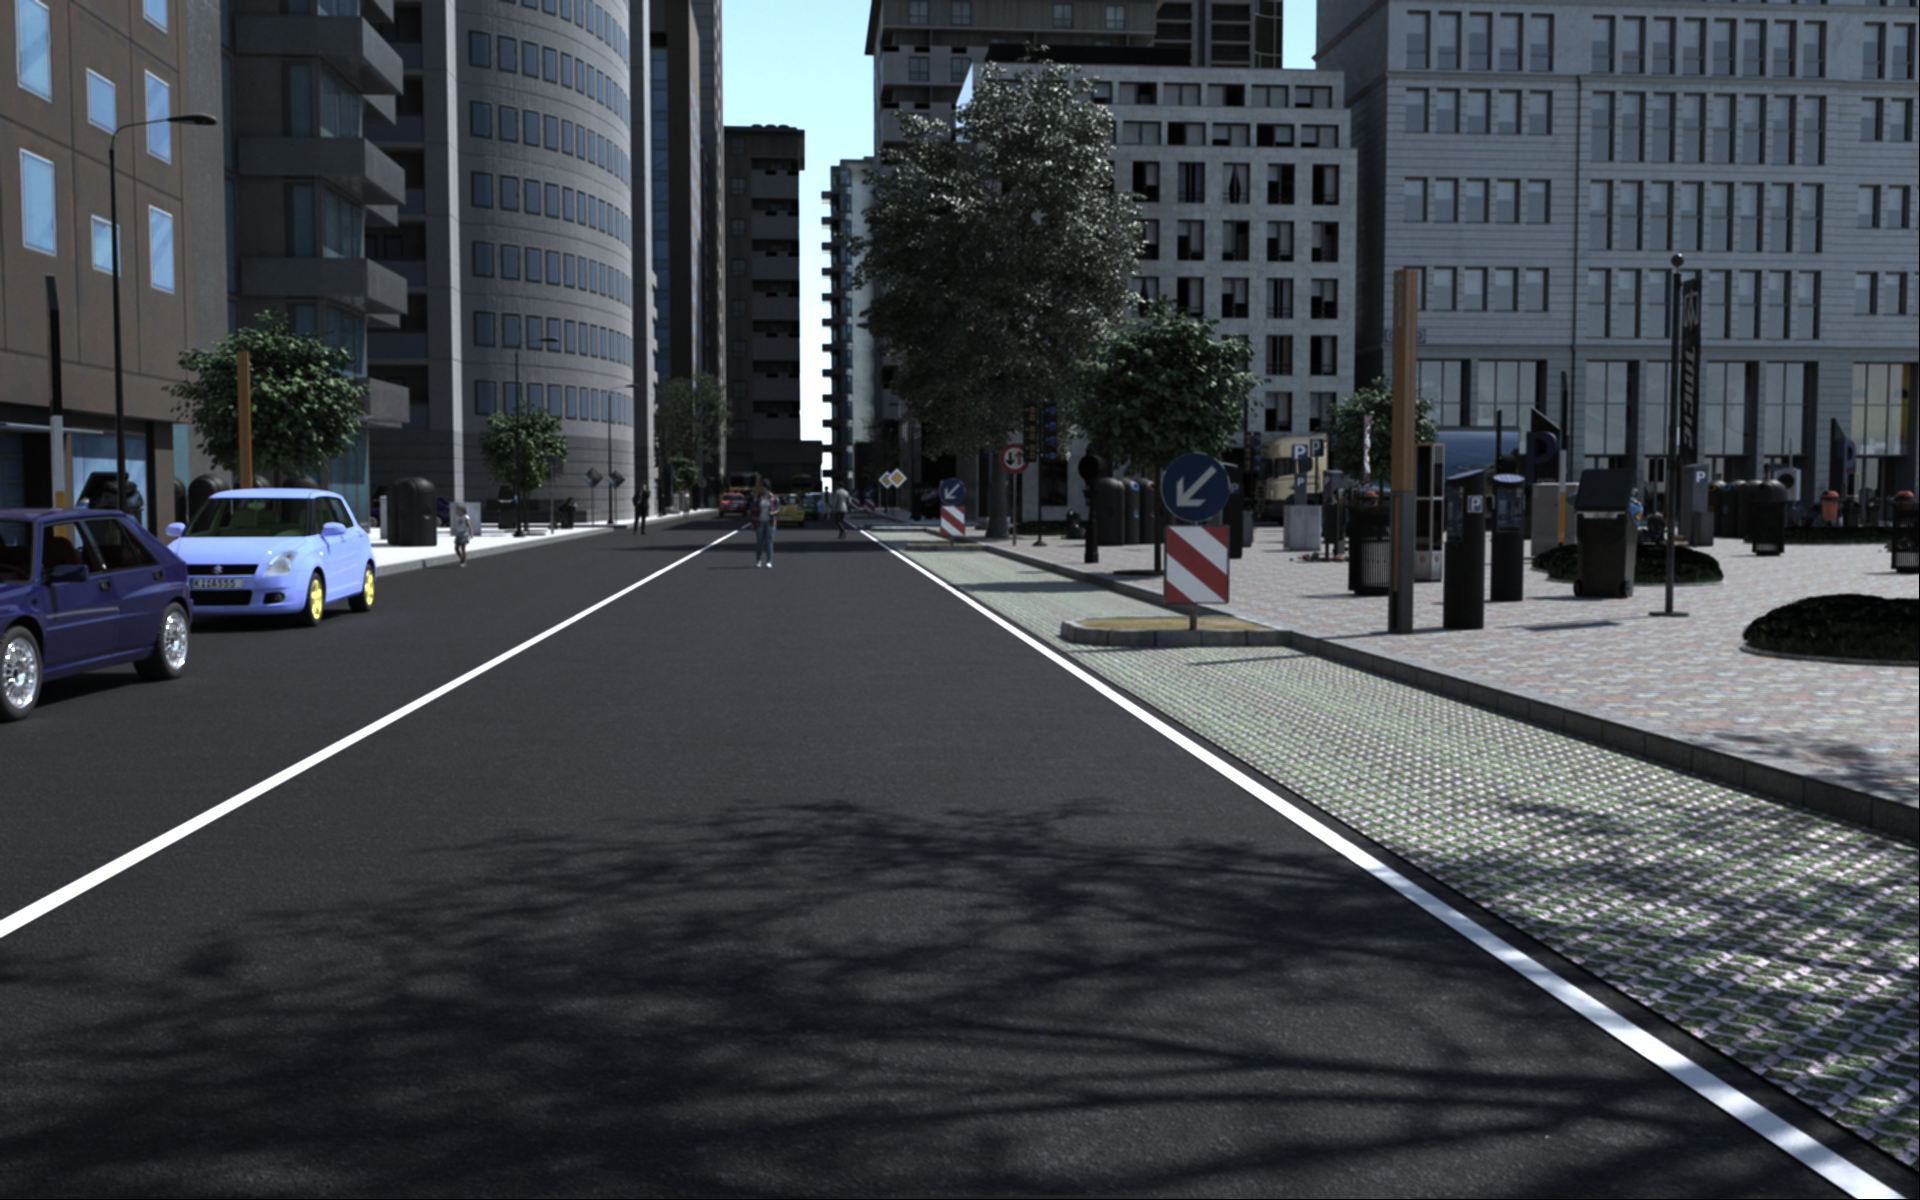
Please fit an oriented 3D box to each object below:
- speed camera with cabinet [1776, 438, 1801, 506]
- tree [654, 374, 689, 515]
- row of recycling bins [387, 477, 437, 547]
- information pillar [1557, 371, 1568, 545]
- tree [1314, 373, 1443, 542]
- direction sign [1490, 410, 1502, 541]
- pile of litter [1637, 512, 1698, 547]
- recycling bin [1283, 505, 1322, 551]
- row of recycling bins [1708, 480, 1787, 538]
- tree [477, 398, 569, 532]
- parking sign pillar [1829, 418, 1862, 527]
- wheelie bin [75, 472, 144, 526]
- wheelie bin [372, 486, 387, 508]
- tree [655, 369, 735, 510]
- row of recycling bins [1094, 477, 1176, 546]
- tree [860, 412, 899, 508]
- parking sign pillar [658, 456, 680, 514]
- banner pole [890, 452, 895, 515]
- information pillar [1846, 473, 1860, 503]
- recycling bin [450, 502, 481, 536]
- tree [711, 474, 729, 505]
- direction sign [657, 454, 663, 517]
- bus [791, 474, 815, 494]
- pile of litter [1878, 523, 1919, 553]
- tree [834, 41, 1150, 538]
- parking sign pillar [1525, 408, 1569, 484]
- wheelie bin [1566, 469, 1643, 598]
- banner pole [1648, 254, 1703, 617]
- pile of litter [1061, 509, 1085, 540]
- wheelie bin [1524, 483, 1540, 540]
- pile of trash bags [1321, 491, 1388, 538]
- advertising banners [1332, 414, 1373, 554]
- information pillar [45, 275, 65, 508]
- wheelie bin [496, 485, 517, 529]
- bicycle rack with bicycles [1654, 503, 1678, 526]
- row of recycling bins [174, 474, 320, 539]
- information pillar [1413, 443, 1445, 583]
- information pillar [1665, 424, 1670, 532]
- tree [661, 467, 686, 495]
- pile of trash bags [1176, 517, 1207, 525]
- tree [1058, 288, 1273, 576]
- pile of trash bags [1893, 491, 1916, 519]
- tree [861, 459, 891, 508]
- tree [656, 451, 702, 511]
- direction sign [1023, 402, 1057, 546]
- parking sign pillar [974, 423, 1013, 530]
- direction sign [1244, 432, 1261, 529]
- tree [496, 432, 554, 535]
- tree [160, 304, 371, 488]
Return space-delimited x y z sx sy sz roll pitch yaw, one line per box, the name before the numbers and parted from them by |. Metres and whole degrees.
speed camera with cabinet | 28.707 -4.111 61.554 2.038 3.252 0.660 3 5 41
tree | -18.760 -9.567 106.777 4.360 8.622 3.978 0 3 0
row of recycling bins | -13.916 -2.241 43.750 1.069 1.692 3.534 -2 4 -24
information pillar | 11.382 -2.530 32.720 0.183 3.616 0.504 1 4 14
tree | 11.372 -3.878 47.117 4.285 4.588 4.351 0 3 0
direction sign | 14.618 -3.368 47.057 0.379 3.537 0.876 1 4 11
pile of litter | 16.894 -1.685 41.520 1.719 0.858 1.176 0 4 -2
recycling bin | 7.753 -1.632 39.236 0.722 1.027 0.722 0 4 -1
row of recycling bins | 23.133 -2.690 51.100 1.069 1.692 3.534 0 4 -8
tree | -14.888 -4.623 59.306 4.285 4.588 4.351 0 3 0
parking sign pillar | 31.593 -4.497 61.994 1.447 3.967 1.447 -3 5 -42
wheelie bin | -12.168 -1.039 24.891 0.693 1.594 0.980 1 4 22
wheelie bin | -24.024 -3.928 72.133 0.980 1.594 0.693 3 4 39
tree | -22.273 -13.327 143.651 9.928 11.665 9.643 0 3 0
row of recycling bins | 4.413 -2.272 44.263 1.069 1.692 3.534 2 4 35
tree | -7.130 -12.551 155.579 4.360 8.622 3.978 0 3 0
parking sign pillar | -18.811 -7.544 111.814 1.447 3.967 1.447 0 4 -2
banner pole | -4.041 -6.946 103.580 0.401 3.779 0.863 1 4 15
information pillar | 30.935 -3.397 60.038 0.304 2.012 0.304 -3 4 -37
recycling bin | -15.244 -2.497 53.388 0.722 1.027 0.722 -3 5 -41
tree | -23.576 -10.716 169.806 1.663 3.219 1.824 0 3 0
direction sign | -16.981 -6.481 97.965 0.379 3.537 0.876 0 4 -1
bus | -19.137 -13.386 210.404 2.896 3.916 12.252 0 4 -4
pile of litter | 21.158 -1.501 38.506 1.719 0.858 1.176 -1 4 -9
tree | 1.094 -8.807 50.654 9.857 13.997 8.962 0 3 0
parking sign pillar | 18.125 -3.979 53.536 1.447 3.967 1.447 -2 4 -35
wheelie bin | 8.060 -0.840 21.640 0.980 1.594 0.693 3 4 36
banner pole | 7.486 -1.709 17.955 0.401 3.779 0.863 0 4 1
pile of litter | 3.474 -2.173 49.499 1.176 0.858 1.719 0 4 3
wheelie bin | 16.226 -2.516 49.052 0.980 1.594 0.693 -3 4 -36
pile of trash bags | 12.131 -2.616 52.518 1.912 1.369 3.447 2 4 25
advertising banners | 8.513 -2.521 37.412 0.090 3.025 2.074 2 4 35
information pillar | -9.612 -1.656 18.432 0.183 3.616 0.504 -2 4 -32
wheelie bin | -16.491 -3.386 63.262 0.980 1.594 0.693 1 4 9
bicycle rack with bicycles | 27.967 -3.209 65.857 2.852 0.926 2.925 0 4 2
row of recycling bins | -15.104 -1.769 36.039 3.534 1.692 1.069 0 4 -5
information pillar | 6.836 -1.270 25.252 0.304 2.012 0.304 -3 5 -41
information pillar | 23.879 -4.084 58.132 0.183 3.616 0.504 0 4 2
tree | -20.038 -7.746 121.252 1.663 3.219 1.824 0 3 0
pile of trash bags | 5.962 -2.481 50.309 3.447 1.369 1.912 0 4 -3
tree | 3.272 -2.695 27.777 4.285 4.588 4.351 0 3 0
pile of trash bags | 53.024 -5.419 98.361 1.912 1.369 3.447 1 4 13
tree | -7.859 -10.966 163.002 4.285 4.588 4.351 0 3 0
tree | -21.114 -8.955 130.122 4.285 4.588 4.351 0 3 0
direction sign | 1.972 -3.102 42.719 0.876 3.537 0.379 -1 4 -20
parking sign pillar | 1.242 -4.515 62.285 1.447 3.967 1.447 3 5 42
direction sign | 10.623 -4.344 63.021 0.876 3.537 0.379 -3 5 -40
tree | -13.624 -3.634 54.017 1.663 3.219 1.824 0 3 0
tree | -11.976 -2.834 30.058 4.285 4.588 4.351 0 3 0
